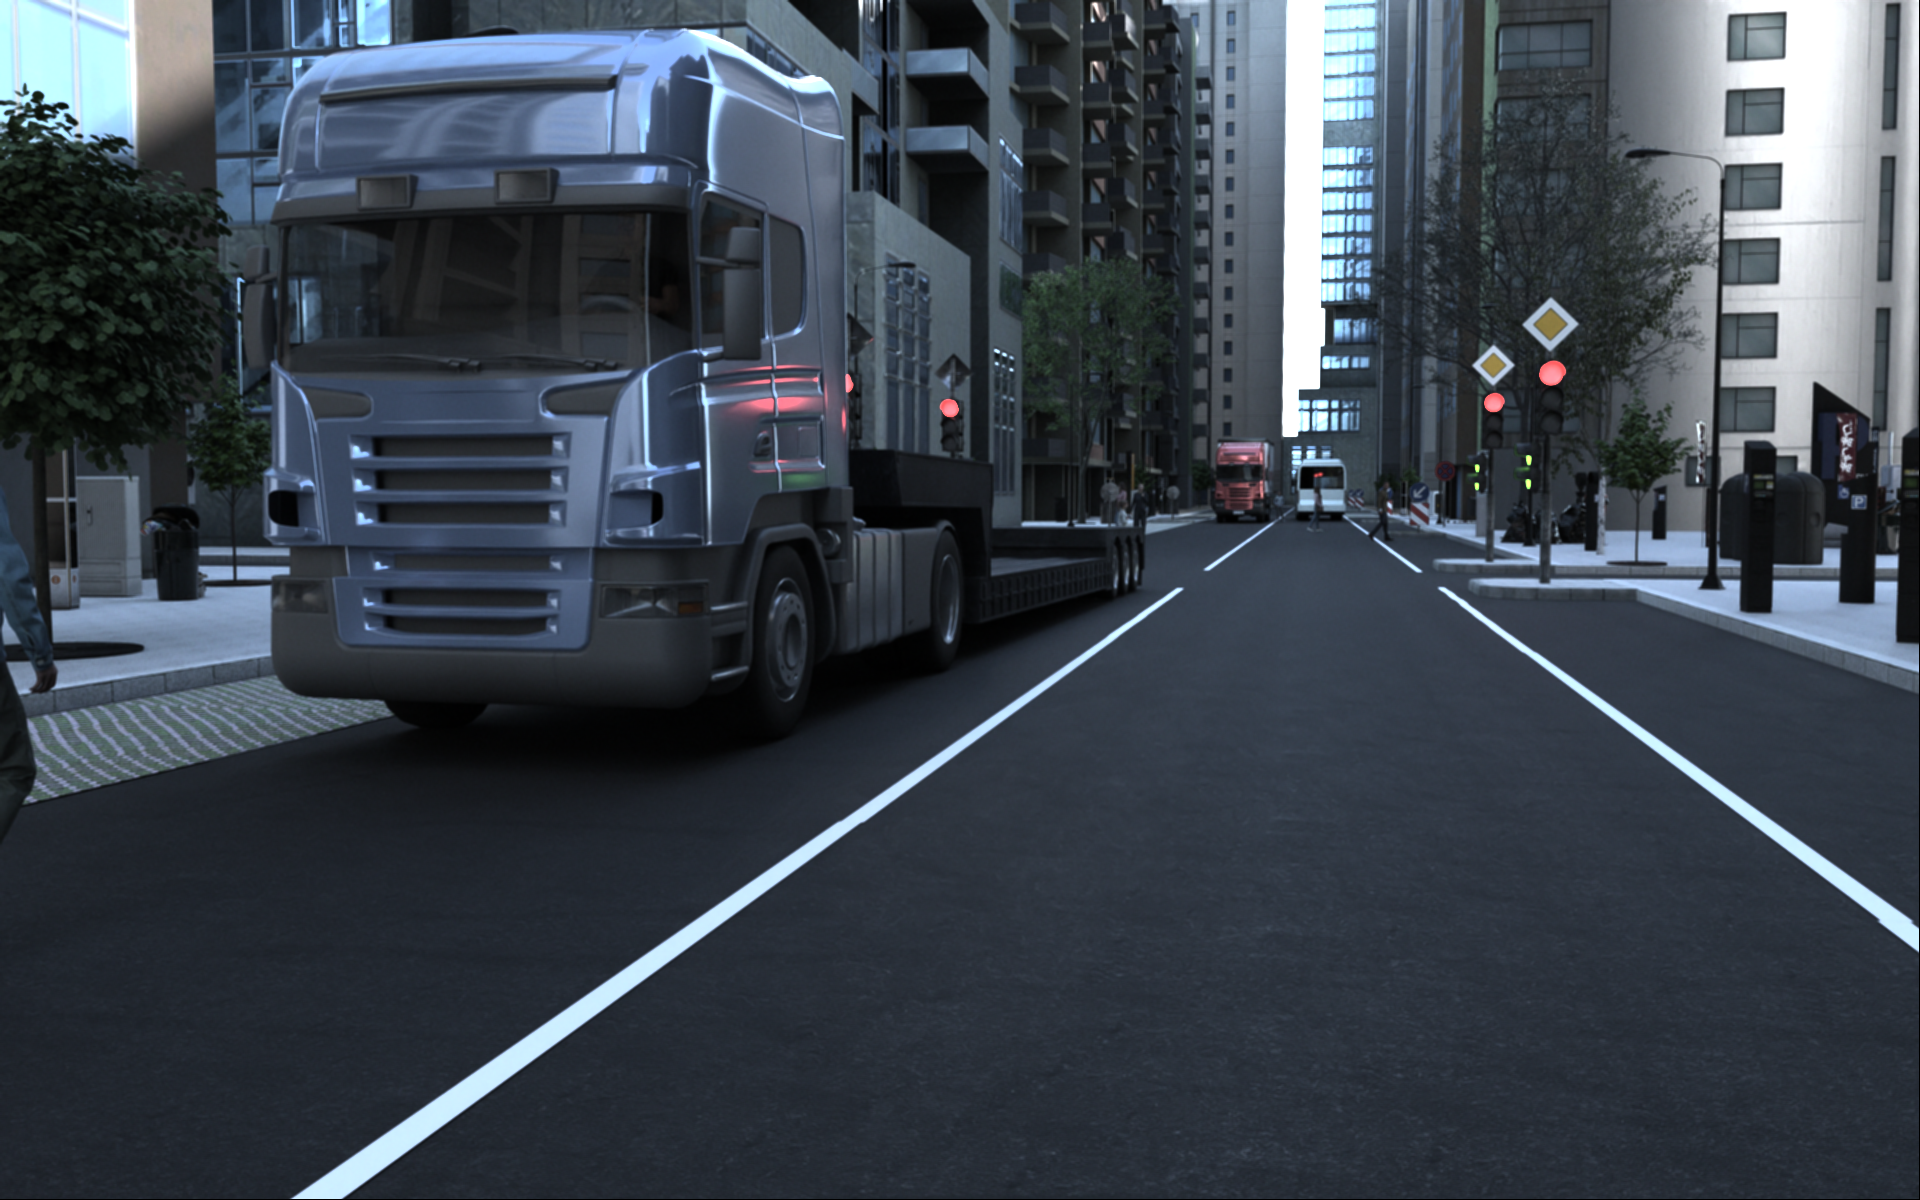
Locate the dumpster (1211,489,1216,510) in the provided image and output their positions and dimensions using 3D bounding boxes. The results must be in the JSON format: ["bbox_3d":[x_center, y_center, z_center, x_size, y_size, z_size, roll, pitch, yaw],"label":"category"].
[{"bbox_3d":[20.701,-7.829,136.218,1.865,1.857,1.264,1,4,13],"label":"dumpster"}]

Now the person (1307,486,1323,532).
[{"bbox_3d":[13.575,-3.489,66.130,0.643,1.750,0.593,0,4,3],"label":"person"}]

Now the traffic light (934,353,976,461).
[{"bbox_3d":[-0.123,-2.796,34.641,0.839,4.253,0.868,1,4,12],"label":"traffic light"}]

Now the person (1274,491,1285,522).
[{"bbox_3d":[16.534,-4.855,89.693,0.589,1.601,0.330,0,4,2],"label":"person"}]

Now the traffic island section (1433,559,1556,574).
[{"bbox_3d":[10.021,-0.638,32.706,2.009,0.180,2.903,1,4,12],"label":"traffic island section"}]

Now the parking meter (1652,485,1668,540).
[{"bbox_3d":[19.808,-2.484,49.020,0.372,1.533,0.369,0,3,0],"label":"parking meter"}]

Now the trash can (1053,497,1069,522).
[{"bbox_3d":[4.632,-4.134,79.251,0.748,1.137,0.748,0,3,0],"label":"trash can"}]

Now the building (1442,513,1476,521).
[{"bbox_3d":[31.806,-26.714,86.879,14.600,45.320,14.200,1,4,12],"label":"building"}]

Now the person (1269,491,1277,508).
[{"bbox_3d":[31.345,-10.004,172.854,0.721,1.735,1.217,-3,4,-36],"label":"person"}]

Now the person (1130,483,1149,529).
[{"bbox_3d":[5.701,-2.818,54.988,0.576,1.772,0.534,0,4,-3],"label":"person"}]

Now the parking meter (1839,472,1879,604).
[{"bbox_3d":[10.597,-0.735,20.424,0.372,1.533,0.369,0,3,0],"label":"parking meter"}]

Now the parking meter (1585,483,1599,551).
[{"bbox_3d":[14.339,-1.881,39.164,0.372,1.533,0.369,0,3,0],"label":"parking meter"}]

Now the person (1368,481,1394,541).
[{"bbox_3d":[12.992,-2.746,53.303,0.836,1.842,0.656,0,4,-2],"label":"person"}]

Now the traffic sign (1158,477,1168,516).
[{"bbox_3d":[12.073,-6.187,103.286,0.606,2.300,0.079,1,4,16],"label":"traffic sign"}]

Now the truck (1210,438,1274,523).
[{"bbox_3d":[14.687,-6.141,89.323,2.839,4.237,11.283,1,4,12],"label":"truck"}]

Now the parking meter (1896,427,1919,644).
[{"bbox_3d":[8.288,-0.564,14.939,0.255,1.863,0.399,3,5,44],"label":"parking meter"}]

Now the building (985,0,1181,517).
[{"bbox_3d":[4.185,-28.791,125.352,22.147,44.769,28.867,1,4,12],"label":"building"}]

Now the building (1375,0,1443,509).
[{"bbox_3d":[50.144,-37.952,162.508,21.231,58.520,28.212,1,4,12],"label":"building"}]

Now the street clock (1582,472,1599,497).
[{"bbox_3d":[20.461,-3.143,55.965,0.358,2.002,0.471,0,4,-3],"label":"street clock"}]

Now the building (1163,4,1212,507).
[{"bbox_3d":[9.432,-33.860,173.213,30.456,49.044,23.786,1,4,12],"label":"building"}]

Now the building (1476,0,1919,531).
[{"bbox_3d":[26.996,-23.354,65.426,14.154,41.232,14.086,1,4,12],"label":"building"}]

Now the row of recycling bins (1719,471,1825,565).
[{"bbox_3d":[15.394,-1.583,32.992,1.069,1.692,3.534,0,4,5],"label":"row of recycling bins"}]

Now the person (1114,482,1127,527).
[{"bbox_3d":[5.292,-2.976,57.165,0.388,1.821,0.555,-2,4,-24],"label":"person"}]

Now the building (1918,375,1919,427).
[{"bbox_3d":[97.057,-30.714,156.796,28.867,44.769,22.147,1,4,12],"label":"building"}]

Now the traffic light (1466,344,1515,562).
[{"bbox_3d":[9.983,-2.672,32.600,0.839,4.253,0.868,1,4,12],"label":"traffic light"}]

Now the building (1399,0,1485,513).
[{"bbox_3d":[43.971,-30.102,142.280,14.600,45.320,14.200,1,4,12],"label":"building"}]

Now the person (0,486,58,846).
[{"bbox_3d":[-3.099,0.219,5.258,0.601,1.785,0.444,1,4,13],"label":"person"}]

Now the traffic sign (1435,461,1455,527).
[{"bbox_3d":[18.807,-4.104,67.204,0.768,2.556,0.104,1,4,13],"label":"traffic sign"}]

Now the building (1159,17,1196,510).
[{"bbox_3d":[12.167,-28.264,145.713,14.154,41.232,14.086,1,4,12],"label":"building"}]

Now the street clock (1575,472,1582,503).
[{"bbox_3d":[20.642,-3.244,57.603,0.358,2.002,0.471,0,4,-2],"label":"street clock"}]

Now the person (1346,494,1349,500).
[{"bbox_3d":[33.409,-8.707,150.861,1.348,1.823,0.705,-2,4,-34],"label":"person"}]

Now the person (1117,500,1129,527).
[{"bbox_3d":[3.808,-1.681,40.268,0.394,1.301,0.425,-2,4,-24],"label":"person"}]

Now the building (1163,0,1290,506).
[{"bbox_3d":[23.872,-40.415,202.778,28.212,58.520,21.231,1,4,12],"label":"building"}]

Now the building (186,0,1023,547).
[{"bbox_3d":[-9.654,-45.217,51.966,22.319,86.520,31.000,1,4,12],"label":"building"}]

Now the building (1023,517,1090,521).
[{"bbox_3d":[-2.058,-26.913,94.656,22.147,44.769,28.867,1,4,12],"label":"building"}]

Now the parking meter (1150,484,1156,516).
[{"bbox_3d":[11.175,-5.811,100.718,0.399,1.863,0.255,-3,5,-43],"label":"parking meter"}]

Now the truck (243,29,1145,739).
[{"bbox_3d":[-0.547,-1.675,17.144,2.967,4.110,18.799,1,4,13],"label":"truck"}]

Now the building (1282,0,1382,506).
[{"bbox_3d":[53.045,-54.076,196.819,31.000,86.520,22.319,1,4,12],"label":"building"}]

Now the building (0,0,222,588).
[{"bbox_3d":[-19.883,-22.658,20.571,14.200,45.320,14.600,1,4,12],"label":"building"}]

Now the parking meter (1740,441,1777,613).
[{"bbox_3d":[8.661,-0.800,18.794,0.255,1.863,0.399,1,4,11],"label":"parking meter"}]

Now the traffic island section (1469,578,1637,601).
[{"bbox_3d":[8.422,-0.159,24.882,2.009,0.180,2.903,1,4,12],"label":"traffic island section"}]

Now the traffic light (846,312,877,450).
[{"bbox_3d":[-1.722,-2.318,26.817,0.839,4.253,0.868,1,4,12],"label":"traffic light"}]

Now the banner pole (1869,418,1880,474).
[{"bbox_3d":[29.873,-4.084,56.786,0.401,3.779,0.863,0,4,-2],"label":"banner pole"}]

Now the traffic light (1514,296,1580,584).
[{"bbox_3d":[8.385,-2.193,24.776,0.839,4.253,0.868,1,4,12],"label":"traffic light"}]
